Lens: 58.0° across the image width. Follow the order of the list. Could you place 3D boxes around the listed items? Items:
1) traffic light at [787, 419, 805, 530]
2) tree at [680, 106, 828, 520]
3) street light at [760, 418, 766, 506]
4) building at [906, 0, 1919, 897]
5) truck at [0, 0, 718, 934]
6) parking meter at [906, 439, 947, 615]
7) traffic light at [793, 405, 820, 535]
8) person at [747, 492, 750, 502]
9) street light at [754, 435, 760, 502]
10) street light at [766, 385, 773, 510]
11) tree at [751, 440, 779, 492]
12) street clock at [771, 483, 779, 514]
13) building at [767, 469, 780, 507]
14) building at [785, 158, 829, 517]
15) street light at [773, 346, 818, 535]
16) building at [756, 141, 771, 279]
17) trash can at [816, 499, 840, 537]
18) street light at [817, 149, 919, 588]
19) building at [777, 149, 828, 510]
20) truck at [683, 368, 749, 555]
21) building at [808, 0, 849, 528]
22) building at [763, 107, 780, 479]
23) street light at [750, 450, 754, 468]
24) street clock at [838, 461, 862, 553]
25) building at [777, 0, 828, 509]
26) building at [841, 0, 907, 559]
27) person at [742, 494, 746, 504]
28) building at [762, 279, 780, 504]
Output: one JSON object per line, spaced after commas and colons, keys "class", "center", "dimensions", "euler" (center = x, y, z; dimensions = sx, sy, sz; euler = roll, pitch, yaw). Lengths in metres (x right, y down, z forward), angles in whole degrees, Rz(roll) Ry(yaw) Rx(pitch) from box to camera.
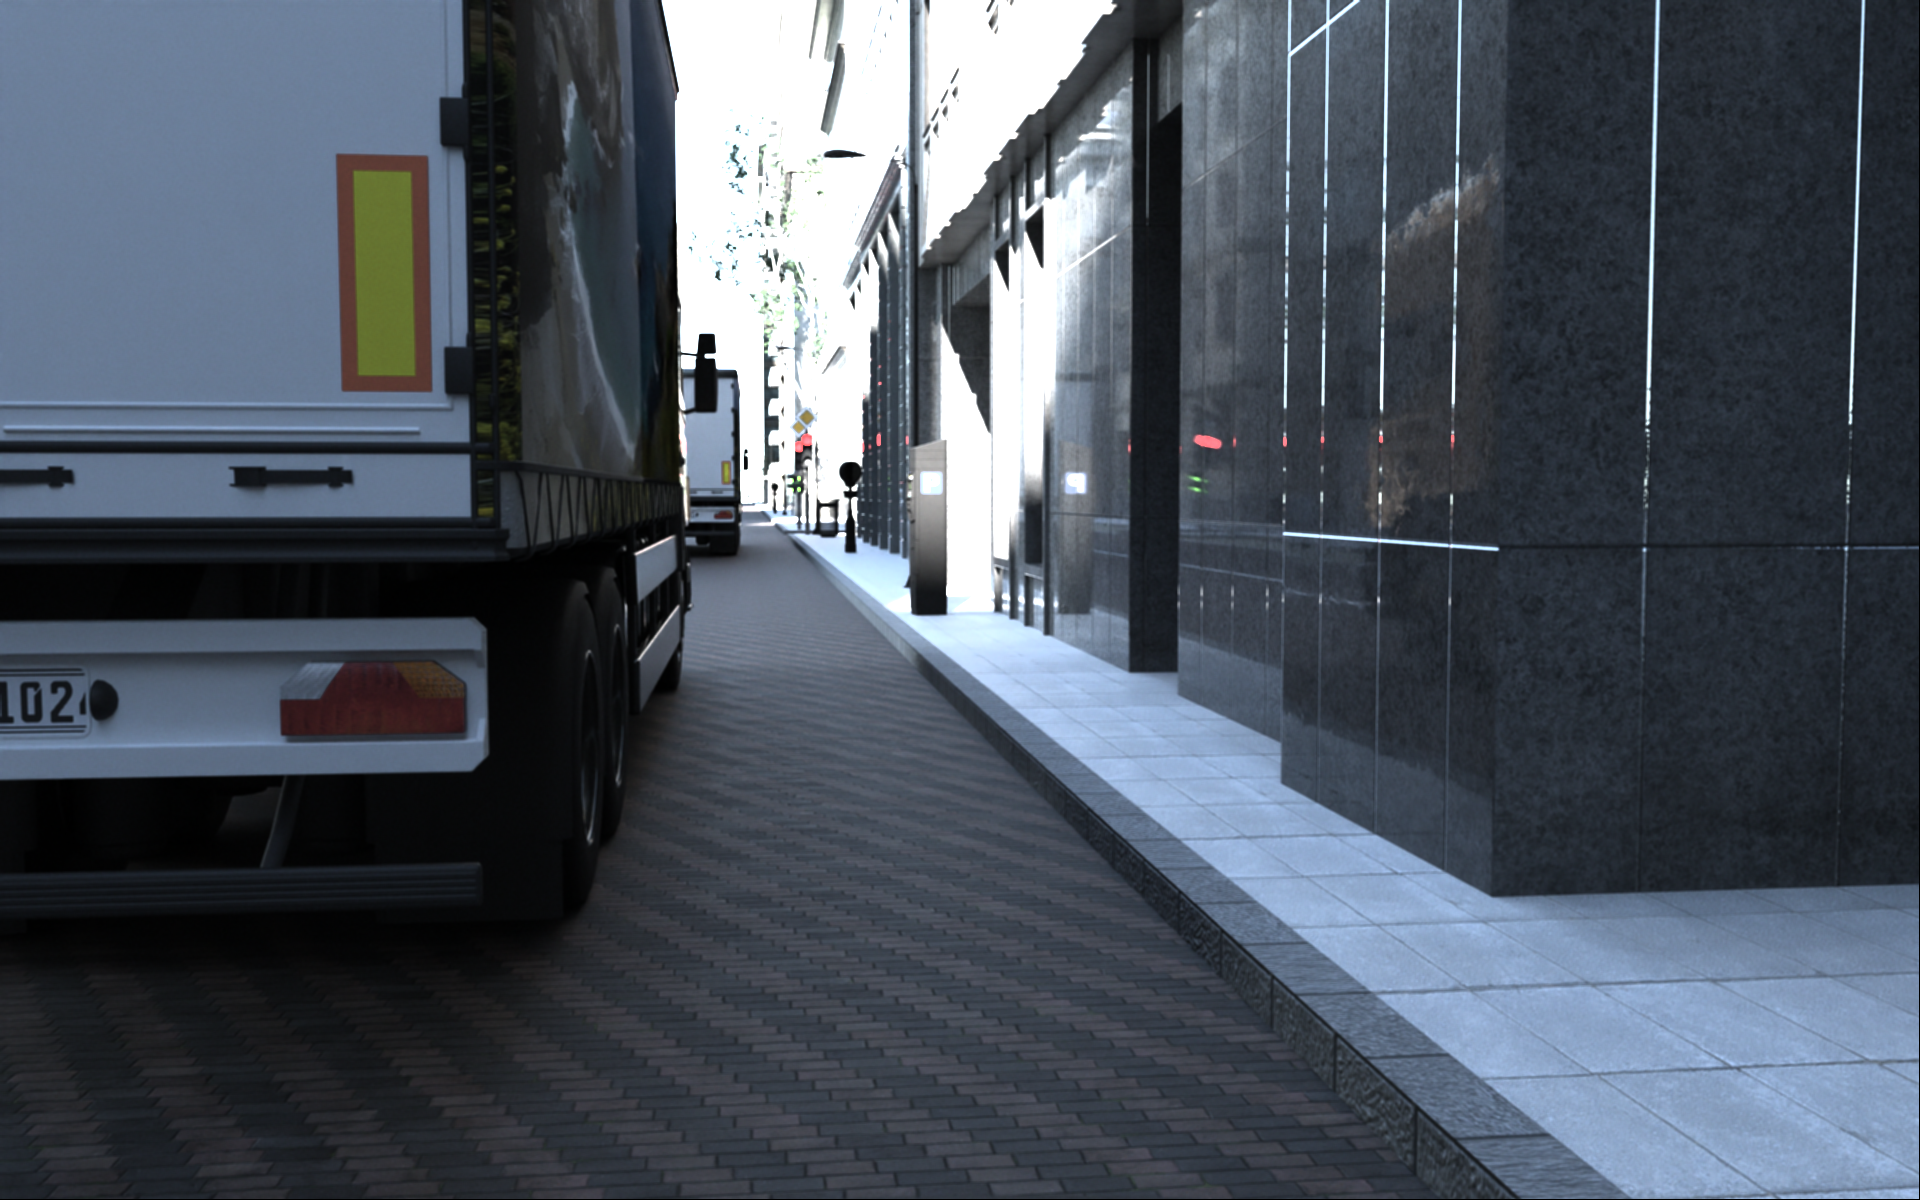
{"class": "traffic light", "center": [-5.826, -4.502, 62.525], "dimensions": [0.839, 4.253, 0.868], "euler": [0, 4, -7]}
{"class": "tree", "center": [-8.842, -14.104, 86.483], "dimensions": [12.611, 20.169, 13.585], "euler": [0, 3, 0]}
{"class": "street light", "center": [-11.254, -8.137, 105.574], "dimensions": [1.470, 5.913, 1.316], "euler": [0, 4, -7]}
{"class": "building", "center": [6.423, -12.068, 15.335], "dimensions": [12.078, 24.808, 19.932], "euler": [0, 4, -7]}
{"class": "truck", "center": [-2.823, -1.239, 9.163], "dimensions": [2.839, 4.237, 11.283], "euler": [0, 4, -7]}
{"class": "parking meter", "center": [-0.350, -0.776, 18.394], "dimensions": [0.399, 1.863, 0.255], "euler": [-1, 4, -16]}
{"class": "traffic light", "center": [-4.836, -4.017, 54.601], "dimensions": [0.839, 4.253, 0.868], "euler": [0, 4, -7]}
{"class": "person", "center": [-32.176, -15.547, 263.605], "dimensions": [0.541, 1.710, 0.530], "euler": [-1, 4, -23]}
{"class": "street light", "center": [-15.219, -10.018, 136.341], "dimensions": [1.470, 5.913, 1.316], "euler": [0, 4, -7]}
{"class": "street light", "center": [-7.405, -6.194, 73.817], "dimensions": [1.470, 5.913, 1.316], "euler": [0, 4, -7]}
{"class": "tree", "center": [-24.729, -16.687, 223.186], "dimensions": [4.360, 8.622, 3.978], "euler": [0, 3, 0]}
{"class": "street clock", "center": [-12.111, -6.660, 113.461], "dimensions": [0.471, 2.002, 0.358], "euler": [0, 4, 3]}
{"class": "building", "center": [-8.802, -44.846, 171.484], "dimensions": [20.563, 71.187, 20.611], "euler": [0, 4, -7]}
{"class": "building", "center": [-5.081, -15.272, 104.447], "dimensions": [10.420, 20.320, 16.860], "euler": [0, 4, -7]}
{"class": "street light", "center": [-5.053, -5.014, 54.527], "dimensions": [1.470, 5.913, 1.316], "euler": [0, 4, -7]}
{"class": "building", "center": [-15.204, -40.695, 254.594], "dimensions": [28.713, 52.752, 27.495], "euler": [0, 4, -7]}
{"class": "trash can", "center": [-3.925, -2.444, 51.609], "dimensions": [0.748, 1.137, 0.748], "euler": [0, 3, 0]}
{"class": "street light", "center": [-1.141, -3.119, 23.530], "dimensions": [1.470, 5.913, 1.316], "euler": [0, 4, -7]}
{"class": "building", "center": [-6.745, -20.076, 125.508], "dimensions": [12.463, 27.353, 25.104], "euler": [0, 4, -7]}
{"class": "truck", "center": [-6.801, -3.369, 43.991], "dimensions": [2.839, 4.237, 11.283], "euler": [0, 4, -7]}
{"class": "building", "center": [9.132, -14.571, 71.519], "dimensions": [30.059, 22.955, 16.112], "euler": [0, 4, -7]}
{"class": "building", "center": [-10.640, -35.401, 198.417], "dimensions": [23.786, 49.044, 30.456], "euler": [0, 4, -7]}
{"class": "street light", "center": [-20.868, -12.732, 180.711], "dimensions": [1.470, 5.913, 1.316], "euler": [0, 4, -7]}
{"class": "street clock", "center": [-2.401, -2.042, 37.958], "dimensions": [0.471, 2.002, 0.358], "euler": [-2, 4, -32]}
{"class": "building", "center": [-4.943, -32.277, 151.427], "dimensions": [21.300, 48.544, 21.600], "euler": [0, 4, -7]}
{"class": "building", "center": [3.606, -16.066, 40.168], "dimensions": [11.434, 29.767, 29.804], "euler": [0, 4, -7]}
{"class": "person", "center": [-32.176, -15.056, 257.853], "dimensions": [0.628, 1.438, 0.799], "euler": [-1, 4, -9]}
{"class": "building", "center": [-19.478, -28.211, 232.954], "dimensions": [14.160, 30.474, 14.107], "euler": [0, 4, -7]}
